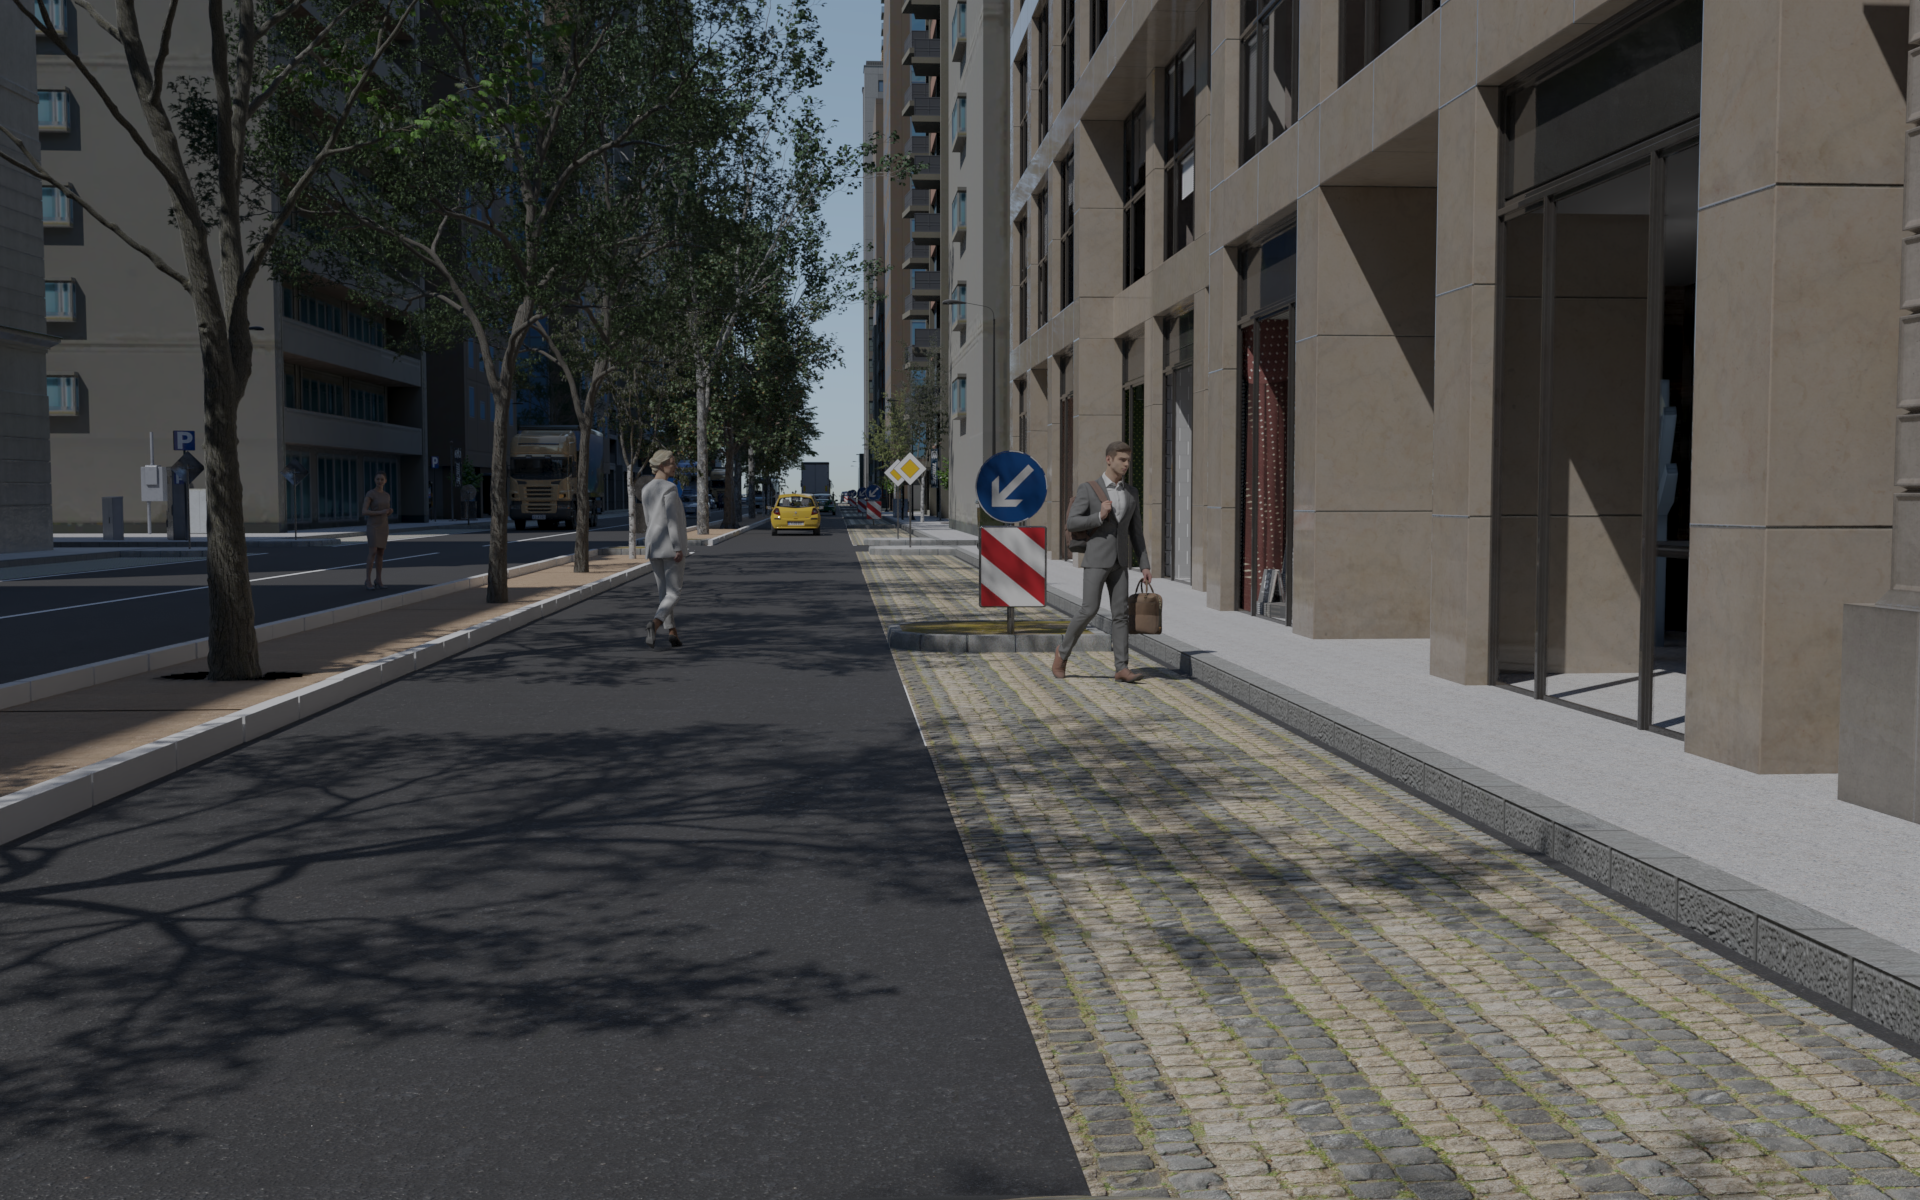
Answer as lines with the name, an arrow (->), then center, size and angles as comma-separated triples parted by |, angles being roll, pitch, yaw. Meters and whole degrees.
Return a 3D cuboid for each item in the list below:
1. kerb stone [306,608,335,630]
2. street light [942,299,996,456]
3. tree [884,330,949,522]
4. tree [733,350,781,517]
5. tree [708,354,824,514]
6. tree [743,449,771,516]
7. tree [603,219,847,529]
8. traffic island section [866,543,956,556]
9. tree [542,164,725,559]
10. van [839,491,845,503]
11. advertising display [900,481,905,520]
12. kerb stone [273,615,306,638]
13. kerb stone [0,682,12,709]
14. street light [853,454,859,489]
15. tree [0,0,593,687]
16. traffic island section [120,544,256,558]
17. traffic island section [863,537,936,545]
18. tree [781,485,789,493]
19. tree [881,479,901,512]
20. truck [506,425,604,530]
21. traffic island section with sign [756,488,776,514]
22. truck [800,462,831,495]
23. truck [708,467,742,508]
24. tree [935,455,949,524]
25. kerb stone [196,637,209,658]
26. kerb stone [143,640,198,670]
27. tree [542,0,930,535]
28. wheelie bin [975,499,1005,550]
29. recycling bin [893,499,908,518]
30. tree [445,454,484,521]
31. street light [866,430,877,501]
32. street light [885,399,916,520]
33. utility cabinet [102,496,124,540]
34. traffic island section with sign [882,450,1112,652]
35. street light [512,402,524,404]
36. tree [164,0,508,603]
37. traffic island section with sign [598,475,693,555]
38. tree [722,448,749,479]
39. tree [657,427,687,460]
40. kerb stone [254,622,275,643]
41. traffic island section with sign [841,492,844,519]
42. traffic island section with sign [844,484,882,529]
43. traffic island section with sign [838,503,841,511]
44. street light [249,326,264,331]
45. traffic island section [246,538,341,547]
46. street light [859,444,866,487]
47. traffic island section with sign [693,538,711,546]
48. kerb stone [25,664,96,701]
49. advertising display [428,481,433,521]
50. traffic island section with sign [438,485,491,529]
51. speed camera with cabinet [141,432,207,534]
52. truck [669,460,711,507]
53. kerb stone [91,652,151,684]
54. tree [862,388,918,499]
kerb stone -> -6.913, 0.225, 18.517 | 0.120, 0.150, 1.000 | 0, 4, -4
street light -> 0.275, -4.220, 41.540 | 1.470, 5.913, 1.316 | 0, 4, -4
tree -> -1.670, -7.837, 78.501 | 4.360, 8.622, 3.978 | 0, 3, 0
tree -> -10.235, -7.645, 77.820 | 4.360, 8.622, 3.978 | 0, 3, 0
tree -> -13.334, -12.235, 120.624 | 7.486, 12.596, 7.792 | 0, 3, 0
tree -> -12.739, -9.880, 114.358 | 4.737, 8.622, 4.395 | 0, 3, 0
tree -> -9.438, -9.248, 70.662 | 9.611, 12.733, 9.660 | 0, 3, 0
traffic island section -> -1.172, -1.179, 41.562 | 2.009, 0.180, 2.903 | 0, 4, -4
tree -> -7.157, -5.182, 37.553 | 4.360, 8.622, 3.978 | 0, 3, 0
van -> -17.558, -15.826, 265.769 | 2.013, 2.044, 4.112 | 0, 4, -5
advertising display -> -2.866, -4.958, 86.283 | 0.123, 1.923, 0.974 | 0, 4, -7
kerb stone -> -6.843, 0.287, 17.497 | 0.120, 0.150, 1.000 | 0, 4, -4
kerb stone -> -6.396, 0.666, 11.365 | 0.120, 0.150, 1.000 | 0, 4, -4
street light -> -11.356, -13.962, 200.819 | 1.470, 5.913, 1.316 | 0, 4, -4
tree -> -5.722, -5.194, 13.141 | 9.928, 11.665, 9.643 | 0, 3, 0
traffic island section -> -17.970, -1.105, 40.353 | 2.009, 0.180, 2.903 | 0, 4, -4
traffic island section -> -1.750, -1.666, 49.527 | 2.009, 0.180, 2.903 | 0, 4, -4
tree -> -12.309, -9.513, 108.356 | 4.360, 8.622, 3.978 | 0, 3, 0
tree -> -4.928, -8.123, 127.405 | 1.663, 3.219, 1.824 | 0, 3, 0
truck -> -16.902, -5.128, 72.759 | 2.839, 4.237, 11.283 | 0, 4, -5
traffic island section with sign -> -13.509, -7.066, 123.672 | 2.006, 1.907, 1.989 | 0, 4, -4
truck -> -13.034, -10.232, 156.209 | 2.839, 4.237, 11.283 | 0, 4, -5
truck -> -24.390, -11.706, 180.302 | 2.839, 4.237, 11.283 | 0, 4, -3
tree -> -0.199, -4.913, 74.929 | 1.663, 3.219, 1.824 | 0, 3, 0
kerb stone -> -6.684, 0.412, 15.459 | 0.120, 0.150, 1.000 | 0, 4, -4
kerb stone -> -6.619, 0.474, 14.439 | 0.120, 0.150, 1.000 | 0, 4, -4
tree -> -7.728, -12.293, 59.339 | 12.611, 20.169, 13.585 | 0, 3, 0
wheelie bin -> 0.709, -1.886, 38.750 | 0.693, 1.594, 0.980 | 0, 4, -7
recycling bin -> -3.273, -5.050, 95.118 | 0.722, 1.027, 0.722 | -1, 4, -13
tree -> -23.856, -5.476, 84.134 | 1.663, 3.219, 1.824 | 0, 3, 0
street light -> -5.810, -9.292, 124.463 | 1.470, 5.913, 1.316 | 0, 4, -4
street light -> -2.869, -6.868, 84.831 | 1.470, 5.913, 1.316 | 0, 4, -4
utility cabinet -> -23.716, -2.282, 48.472 | 0.306, 1.237, 1.020 | -3, 5, -41
traffic island section with sign -> 0.310, -0.483, 16.520 | 1.989, 1.847, 2.006 | 0, 4, -4
street light -> -22.733, -7.035, 87.567 | 1.470, 5.913, 1.316 | 0, 4, -4
tree -> -6.059, -5.208, 22.020 | 8.767, 10.594, 7.601 | 0, 4, -4
traffic island section with sign -> -7.536, -2.031, 41.342 | 2.006, 1.907, 1.989 | 0, 4, -4
tree -> -37.704, -22.759, 282.477 | 12.009, 13.543, 11.850 | 0, 3, 0
tree -> -31.744, -17.133, 198.256 | 7.486, 12.596, 7.792 | 0, 3, 0
kerb stone -> -6.766, 0.350, 16.478 | 0.120, 0.150, 1.000 | 0, 4, -4
traffic island section with sign -> -5.661, -5.516, 98.821 | 1.989, 1.847, 2.006 | 0, 4, -4
traffic island section with sign -> -3.707, -3.872, 71.936 | 1.989, 1.847, 2.006 | 0, 4, -4
traffic island section with sign -> -9.328, -8.604, 149.297 | 1.989, 1.847, 2.006 | 0, 4, -4
street light -> -19.944, -4.617, 48.022 | 1.470, 5.913, 1.316 | 0, 4, -4
traffic island section -> -18.548, -1.592, 48.317 | 2.009, 0.180, 2.903 | 0, 4, -4
street light -> -8.452, -11.572, 161.738 | 1.470, 5.913, 1.316 | 0, 4, -4
traffic island section with sign -> -8.062, -2.483, 48.730 | 2.006, 1.907, 1.989 | 0, 4, -4
kerb stone -> -6.474, 0.602, 12.390 | 0.120, 0.150, 1.000 | 0, 4, -4
advertising display -> -25.976, -4.804, 83.758 | 0.974, 1.923, 0.123 | 1, 4, 12
traffic island section with sign -> -20.201, -3.815, 71.002 | 1.989, 1.847, 2.006 | 0, 4, -4
speed camera with cabinet -> -25.106, -3.744, 55.556 | 2.038, 3.252, 0.660 | 0, 4, -5
truck -> -22.210, -9.361, 142.812 | 2.967, 4.110, 18.799 | 0, 4, -6
kerb stone -> -6.548, 0.540, 13.410 | 0.120, 0.150, 1.000 | 0, 4, -4
tree -> -4.577, -10.331, 119.280 | 4.737, 8.622, 4.395 | 0, 3, 0
